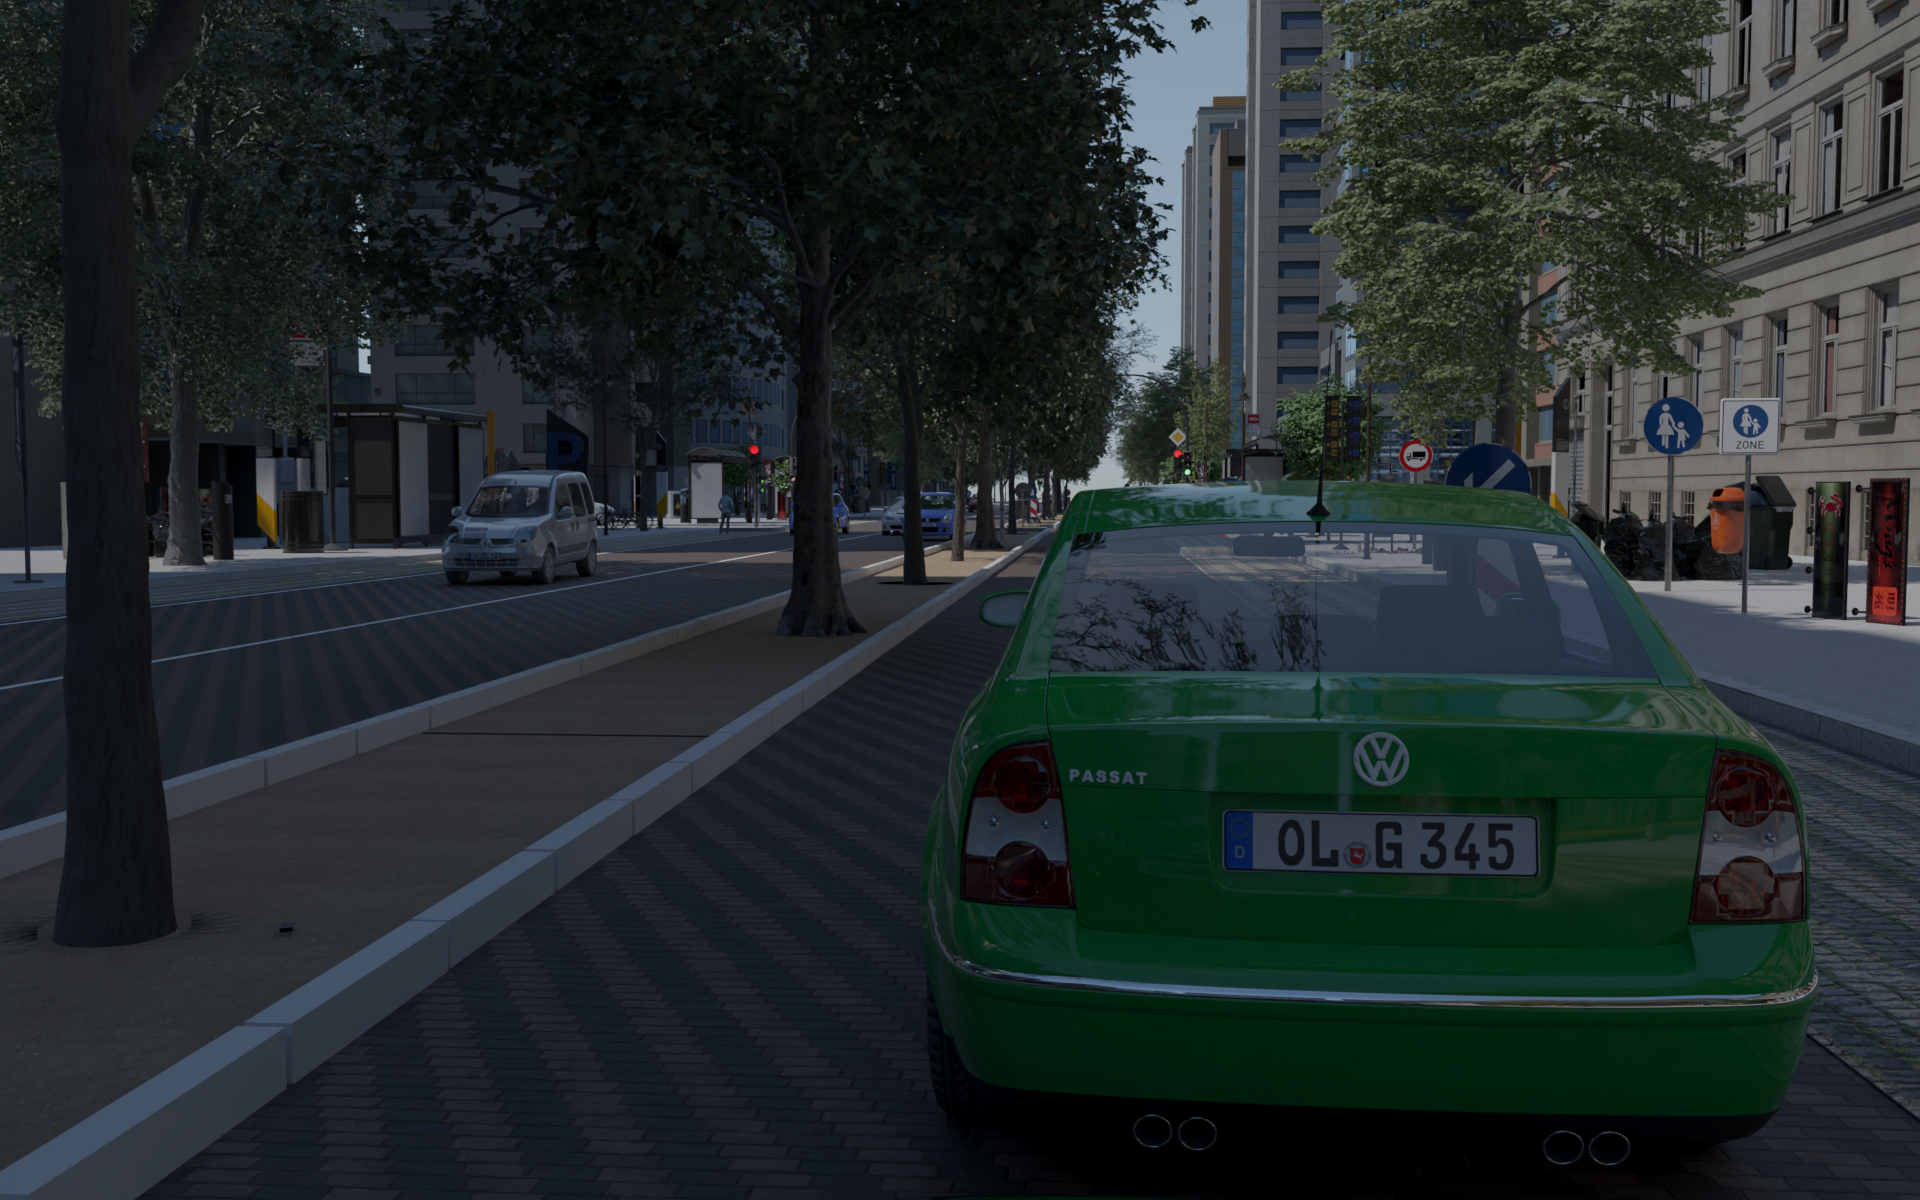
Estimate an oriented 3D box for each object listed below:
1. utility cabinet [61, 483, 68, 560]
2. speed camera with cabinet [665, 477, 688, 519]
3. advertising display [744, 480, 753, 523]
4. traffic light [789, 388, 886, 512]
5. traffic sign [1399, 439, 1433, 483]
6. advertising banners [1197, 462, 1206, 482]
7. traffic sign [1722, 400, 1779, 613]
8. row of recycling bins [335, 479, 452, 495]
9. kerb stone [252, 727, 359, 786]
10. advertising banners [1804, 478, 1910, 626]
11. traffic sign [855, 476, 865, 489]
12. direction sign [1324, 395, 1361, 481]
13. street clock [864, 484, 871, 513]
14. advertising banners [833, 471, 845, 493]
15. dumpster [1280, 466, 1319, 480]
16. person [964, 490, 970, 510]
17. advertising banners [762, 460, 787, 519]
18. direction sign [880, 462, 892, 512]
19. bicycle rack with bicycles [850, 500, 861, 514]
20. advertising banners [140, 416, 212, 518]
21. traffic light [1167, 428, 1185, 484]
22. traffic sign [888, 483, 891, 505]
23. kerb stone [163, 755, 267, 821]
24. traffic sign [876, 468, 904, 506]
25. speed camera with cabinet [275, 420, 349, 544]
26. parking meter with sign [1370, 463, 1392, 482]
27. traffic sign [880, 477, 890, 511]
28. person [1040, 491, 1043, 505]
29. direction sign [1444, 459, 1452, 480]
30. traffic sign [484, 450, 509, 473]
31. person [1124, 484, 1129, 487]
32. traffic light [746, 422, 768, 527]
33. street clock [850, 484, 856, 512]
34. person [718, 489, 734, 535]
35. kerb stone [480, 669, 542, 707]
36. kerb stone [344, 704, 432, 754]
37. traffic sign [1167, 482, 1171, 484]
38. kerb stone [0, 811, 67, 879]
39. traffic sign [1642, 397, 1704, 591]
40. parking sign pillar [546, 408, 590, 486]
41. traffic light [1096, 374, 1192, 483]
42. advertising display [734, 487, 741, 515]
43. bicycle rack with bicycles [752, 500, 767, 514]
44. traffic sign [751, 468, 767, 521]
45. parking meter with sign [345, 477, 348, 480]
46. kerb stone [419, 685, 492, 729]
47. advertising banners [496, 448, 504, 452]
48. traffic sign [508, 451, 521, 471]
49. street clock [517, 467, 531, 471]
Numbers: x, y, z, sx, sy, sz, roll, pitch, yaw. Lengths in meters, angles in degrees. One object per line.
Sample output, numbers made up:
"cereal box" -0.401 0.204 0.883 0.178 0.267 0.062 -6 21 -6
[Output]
"utility cabinet" -17.174 -1.545 33.942 0.318 1.500 1.173 0 4 -4
"speed camera with cabinet" -14.620 -5.942 91.488 0.660 3.252 2.038 3 5 44
"advertising display" -9.526 -4.466 78.235 0.123 1.923 0.974 1 4 9
"traffic light" -5.106 -6.115 74.648 4.771 5.953 1.251 0 4 5
"traffic sign" 10.589 -2.457 40.273 0.768 2.556 0.104 1 4 14
"advertising banners" 14.119 -6.097 95.877 2.074 3.025 0.090 0 4 6
"traffic sign" 8.445 -1.006 18.582 0.606 2.300 0.079 0 4 8
"row of recycling bins" -15.671 -2.534 48.537 3.534 1.692 1.069 -2 4 -32
"kerb stone" -3.392 0.811 8.941 0.120 0.150 1.000 0 4 5
"advertising banners" 9.105 -1.272 16.991 0.090 3.025 2.074 -1 4 -14
"traffic sign" -7.127 -7.527 123.168 0.768 2.556 0.104 1 4 11
"direction sign" 8.790 -2.927 39.851 0.876 3.537 0.379 -1 4 -11
"street clock" -6.390 -7.061 120.017 0.471 2.002 0.358 0 4 -4
"advertising banners" -9.829 -8.409 133.676 2.074 3.025 0.090 -1 4 -19
"dumpster" 10.499 -3.105 53.265 1.502 2.255 1.985 0 4 4
"person" 0.633 -9.184 158.522 0.599 1.838 0.709 1 4 20
"advertising banners" -9.090 -5.658 88.693 2.074 3.025 0.090 0 4 -3
"direction sign" -5.244 -7.977 122.413 0.876 3.537 0.379 0 4 3
"bicycle rack with bicycles" -7.223 -5.931 110.353 2.852 0.926 2.925 1 4 10
"advertising banners" -17.789 -2.626 39.123 0.090 3.025 2.074 3 5 43
"traffic light" 9.209 -5.170 73.454 0.839 4.253 0.868 0 4 5
"traffic sign" -5.164 -7.871 128.798 0.768 2.556 0.104 0 4 5
"kerb stone" -3.481 0.873 7.921 0.120 0.150 1.000 0 4 5
"traffic sign" -5.355 -8.571 134.009 2.265 3.308 0.079 1 4 10
"speed camera with cabinet" -16.864 -3.094 44.920 2.038 3.252 0.660 -3 5 -42
"parking meter with sign" 23.191 -6.143 96.698 1.738 3.016 0.543 1 4 17
"traffic sign" -5.501 -7.750 126.812 0.768 2.556 0.104 1 4 14
"person" 11.391 -14.005 237.420 1.348 1.831 0.705 3 5 44
"direction sign" 31.455 -7.276 110.967 0.876 3.537 0.379 0 4 6
"traffic sign" -13.543 -3.091 50.637 0.768 2.556 0.104 0 4 8
"person" 5.976 -3.259 61.967 0.419 1.800 0.721 1 4 12
"traffic light" -7.854 -4.765 66.826 0.839 4.253 0.868 0 4 5
"street clock" -7.811 -7.438 126.188 0.358 2.002 0.471 -3 4 -36
"person" -8.129 -3.052 60.216 0.589 1.601 0.330 1 4 19
"kerb stone" -3.141 0.623 12.015 0.120 0.150 1.000 0 4 5
"kerb stone" -3.308 0.748 9.967 0.120 0.150 1.000 0 4 5
"traffic sign" 15.087 -7.532 123.251 0.768 2.556 0.104 1 4 14
"kerb stone" -3.568 0.935 6.903 0.120 0.150 1.000 0 4 5
"traffic sign" 9.343 -1.387 22.783 0.768 2.556 0.104 0 4 7
"parking sign pillar" -12.305 -4.029 54.347 1.447 3.967 1.447 0 4 -5
"traffic light" 6.461 -5.557 65.526 4.771 5.953 1.251 0 4 5
"advertising display" -13.554 -6.131 105.454 0.123 1.923 0.974 1 4 12
"bicycle rack with bicycles" -12.102 -6.065 112.543 2.925 0.926 2.852 1 4 16
"traffic sign" -9.399 -4.948 81.006 0.768 2.556 0.104 1 4 10
"parking meter with sign" -27.824 -5.090 79.485 1.738 3.016 0.543 3 5 42
"kerb stone" -3.221 0.685 10.996 0.120 0.150 1.000 0 4 5
"advertising banners" -17.606 -4.193 64.742 0.090 3.025 2.074 1 4 18
"traffic sign" -13.457 -3.179 51.980 0.884 2.594 0.081 1 4 10
"street clock" -11.711 -2.571 46.608 0.471 2.002 0.358 -1 4 -17
